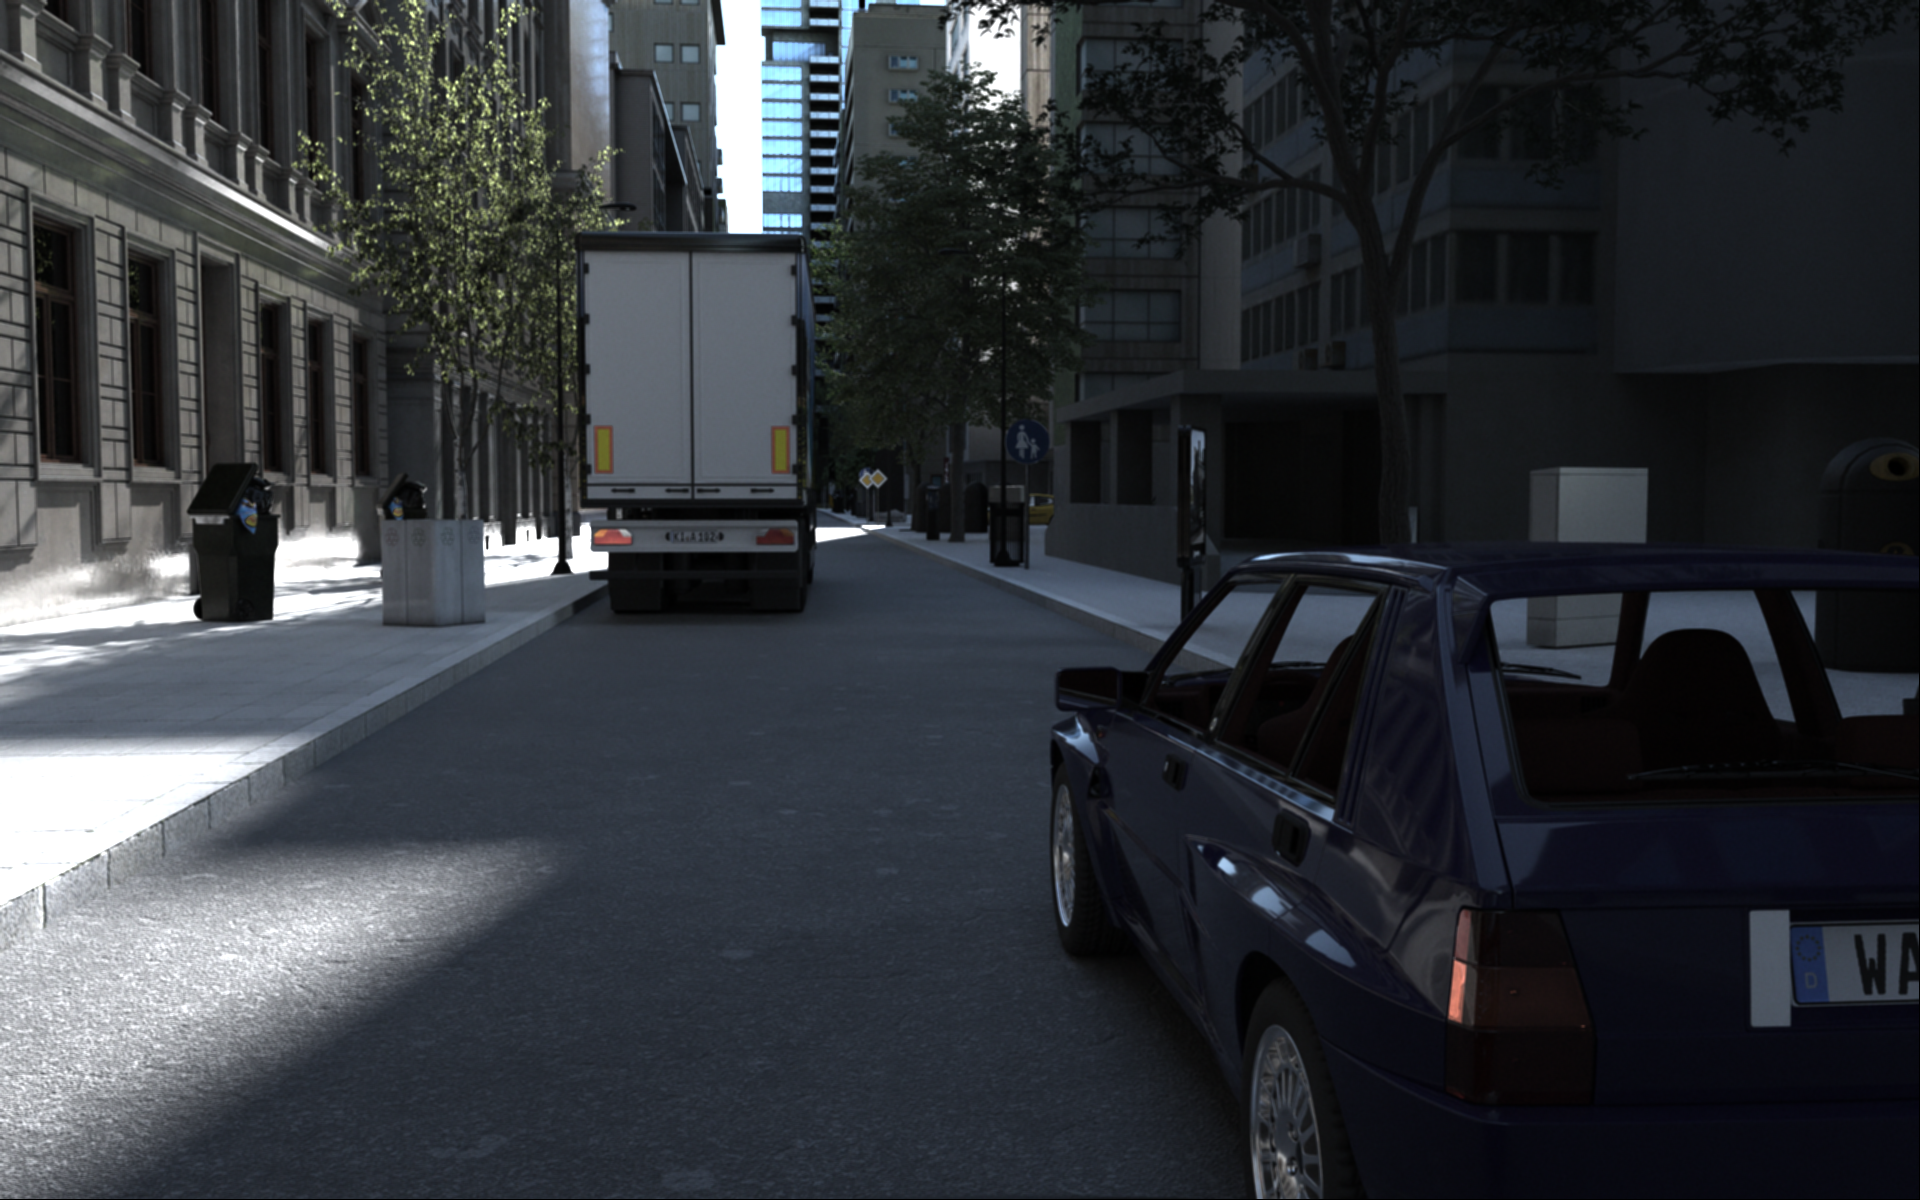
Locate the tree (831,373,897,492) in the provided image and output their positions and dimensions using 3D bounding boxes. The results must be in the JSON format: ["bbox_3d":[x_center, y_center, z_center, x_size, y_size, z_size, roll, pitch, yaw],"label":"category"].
[{"bbox_3d":[-5.113,-9.243,101.486,4.737,8.622,4.395,0,3,0],"label":"tree"}]

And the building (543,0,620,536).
[{"bbox_3d":[-21.883,-16.596,57.250,20.117,28.700,13.634,0,4,-6],"label":"building"}]

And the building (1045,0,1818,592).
[{"bbox_3d":[18.530,-20.682,30.025,32.217,40.220,23.993,0,4,-6],"label":"building"}]

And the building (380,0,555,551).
[{"bbox_3d":[-15.794,-11.773,41.644,9.793,20.994,18.267,0,4,-6],"label":"building"}]

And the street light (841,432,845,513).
[{"bbox_3d":[-4.628,-6.561,79.811,1.470,5.913,1.316,0,4,-6],"label":"street light"}]

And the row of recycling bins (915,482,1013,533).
[{"bbox_3d":[0.170,-3.098,57.759,3.534,1.692,1.069,1,4,19],"label":"row of recycling bins"}]

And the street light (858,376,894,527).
[{"bbox_3d":[-3.335,-5.841,68.043,1.470,5.913,1.316,0,4,-6],"label":"street light"}]

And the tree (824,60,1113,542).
[{"bbox_3d":[0.349,-7.821,46.006,7.486,12.596,7.792,0,3,0],"label":"tree"}]

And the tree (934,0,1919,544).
[{"bbox_3d":[3.148,-4.762,12.265,8.767,10.594,7.601,0,4,-1],"label":"tree"}]

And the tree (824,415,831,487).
[{"bbox_3d":[-6.595,-9.711,109.131,4.737,8.622,4.395,0,3,0],"label":"tree"}]

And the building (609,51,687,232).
[{"bbox_3d":[-22.223,-16.618,90.763,14.314,24.678,30.058,0,4,-6],"label":"building"}]

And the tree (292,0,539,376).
[{"bbox_3d":[-6.894,-4.490,23.766,4.360,8.622,3.978,0,3,0],"label":"tree"}]

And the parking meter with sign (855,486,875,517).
[{"bbox_3d":[-5.030,-6.097,95.951,1.738,3.016,0.543,3,4,36],"label":"parking meter with sign"}]

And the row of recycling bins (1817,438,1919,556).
[{"bbox_3d":[7.783,-0.293,11.899,3.534,1.692,1.069,3,5,41],"label":"row of recycling bins"}]

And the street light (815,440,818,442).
[{"bbox_3d":[-12.074,-10.855,150.014,1.470,5.913,1.316,0,4,-6],"label":"street light"}]

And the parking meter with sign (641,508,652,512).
[{"bbox_3d":[-9.800,-3.484,53.218,0.543,3.016,1.738,0,4,7],"label":"parking meter with sign"}]

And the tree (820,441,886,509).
[{"bbox_3d":[-4.643,-6.592,91.494,4.285,4.588,4.351,0,3,0],"label":"tree"}]

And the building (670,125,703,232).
[{"bbox_3d":[-25.065,-19.831,117.741,14.314,27.812,24.014,0,4,-6],"label":"building"}]

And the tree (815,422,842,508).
[{"bbox_3d":[-13.575,-13.380,169.132,4.360,8.622,3.978,0,3,0],"label":"tree"}]

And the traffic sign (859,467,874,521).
[{"bbox_3d":[-4.419,-5.041,82.527,0.768,2.556,0.104,0,4,3],"label":"traffic sign"}]

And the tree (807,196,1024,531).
[{"bbox_3d":[-1.598,-8.195,59.746,9.928,11.665,9.643,0,3,0],"label":"tree"}]

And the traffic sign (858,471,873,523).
[{"bbox_3d":[-4.065,-4.428,76.044,0.795,2.450,0.064,0,4,-6],"label":"traffic sign"}]

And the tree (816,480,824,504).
[{"bbox_3d":[-18.590,-14.275,227.993,1.663,3.219,1.824,0,3,0],"label":"tree"}]

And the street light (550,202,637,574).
[{"bbox_3d":[-5.849,-3.373,27.688,1.470,5.913,1.316,0,4,-6],"label":"street light"}]

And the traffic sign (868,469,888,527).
[{"bbox_3d":[-3.227,-3.943,68.103,0.795,2.450,0.064,0,4,-6],"label":"traffic sign"}]

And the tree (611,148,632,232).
[{"bbox_3d":[-7.756,-5.113,33.960,4.360,8.622,3.978,0,3,0],"label":"tree"}]

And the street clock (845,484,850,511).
[{"bbox_3d":[-8.302,-7.542,127.886,0.358,2.002,0.471,0,4,4],"label":"street clock"}]

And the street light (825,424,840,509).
[{"bbox_3d":[-8.327,-8.709,114.936,1.470,5.913,1.316,0,4,-6],"label":"street light"}]

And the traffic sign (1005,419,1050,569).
[{"bbox_3d":[1.142,-1.799,29.517,0.768,2.556,0.104,0,4,-3],"label":"traffic sign"}]

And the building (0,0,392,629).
[{"bbox_3d":[-14.766,-11.357,21.843,11.583,22.565,21.152,0,4,-6],"label":"building"}]

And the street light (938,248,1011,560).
[{"bbox_3d":[0.290,-3.695,32.951,1.470,5.913,1.316,0,4,-6],"label":"street light"}]

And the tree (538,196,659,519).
[{"bbox_3d":[-8.448,-5.657,42.852,4.737,8.622,4.395,0,3,0],"label":"tree"}]
